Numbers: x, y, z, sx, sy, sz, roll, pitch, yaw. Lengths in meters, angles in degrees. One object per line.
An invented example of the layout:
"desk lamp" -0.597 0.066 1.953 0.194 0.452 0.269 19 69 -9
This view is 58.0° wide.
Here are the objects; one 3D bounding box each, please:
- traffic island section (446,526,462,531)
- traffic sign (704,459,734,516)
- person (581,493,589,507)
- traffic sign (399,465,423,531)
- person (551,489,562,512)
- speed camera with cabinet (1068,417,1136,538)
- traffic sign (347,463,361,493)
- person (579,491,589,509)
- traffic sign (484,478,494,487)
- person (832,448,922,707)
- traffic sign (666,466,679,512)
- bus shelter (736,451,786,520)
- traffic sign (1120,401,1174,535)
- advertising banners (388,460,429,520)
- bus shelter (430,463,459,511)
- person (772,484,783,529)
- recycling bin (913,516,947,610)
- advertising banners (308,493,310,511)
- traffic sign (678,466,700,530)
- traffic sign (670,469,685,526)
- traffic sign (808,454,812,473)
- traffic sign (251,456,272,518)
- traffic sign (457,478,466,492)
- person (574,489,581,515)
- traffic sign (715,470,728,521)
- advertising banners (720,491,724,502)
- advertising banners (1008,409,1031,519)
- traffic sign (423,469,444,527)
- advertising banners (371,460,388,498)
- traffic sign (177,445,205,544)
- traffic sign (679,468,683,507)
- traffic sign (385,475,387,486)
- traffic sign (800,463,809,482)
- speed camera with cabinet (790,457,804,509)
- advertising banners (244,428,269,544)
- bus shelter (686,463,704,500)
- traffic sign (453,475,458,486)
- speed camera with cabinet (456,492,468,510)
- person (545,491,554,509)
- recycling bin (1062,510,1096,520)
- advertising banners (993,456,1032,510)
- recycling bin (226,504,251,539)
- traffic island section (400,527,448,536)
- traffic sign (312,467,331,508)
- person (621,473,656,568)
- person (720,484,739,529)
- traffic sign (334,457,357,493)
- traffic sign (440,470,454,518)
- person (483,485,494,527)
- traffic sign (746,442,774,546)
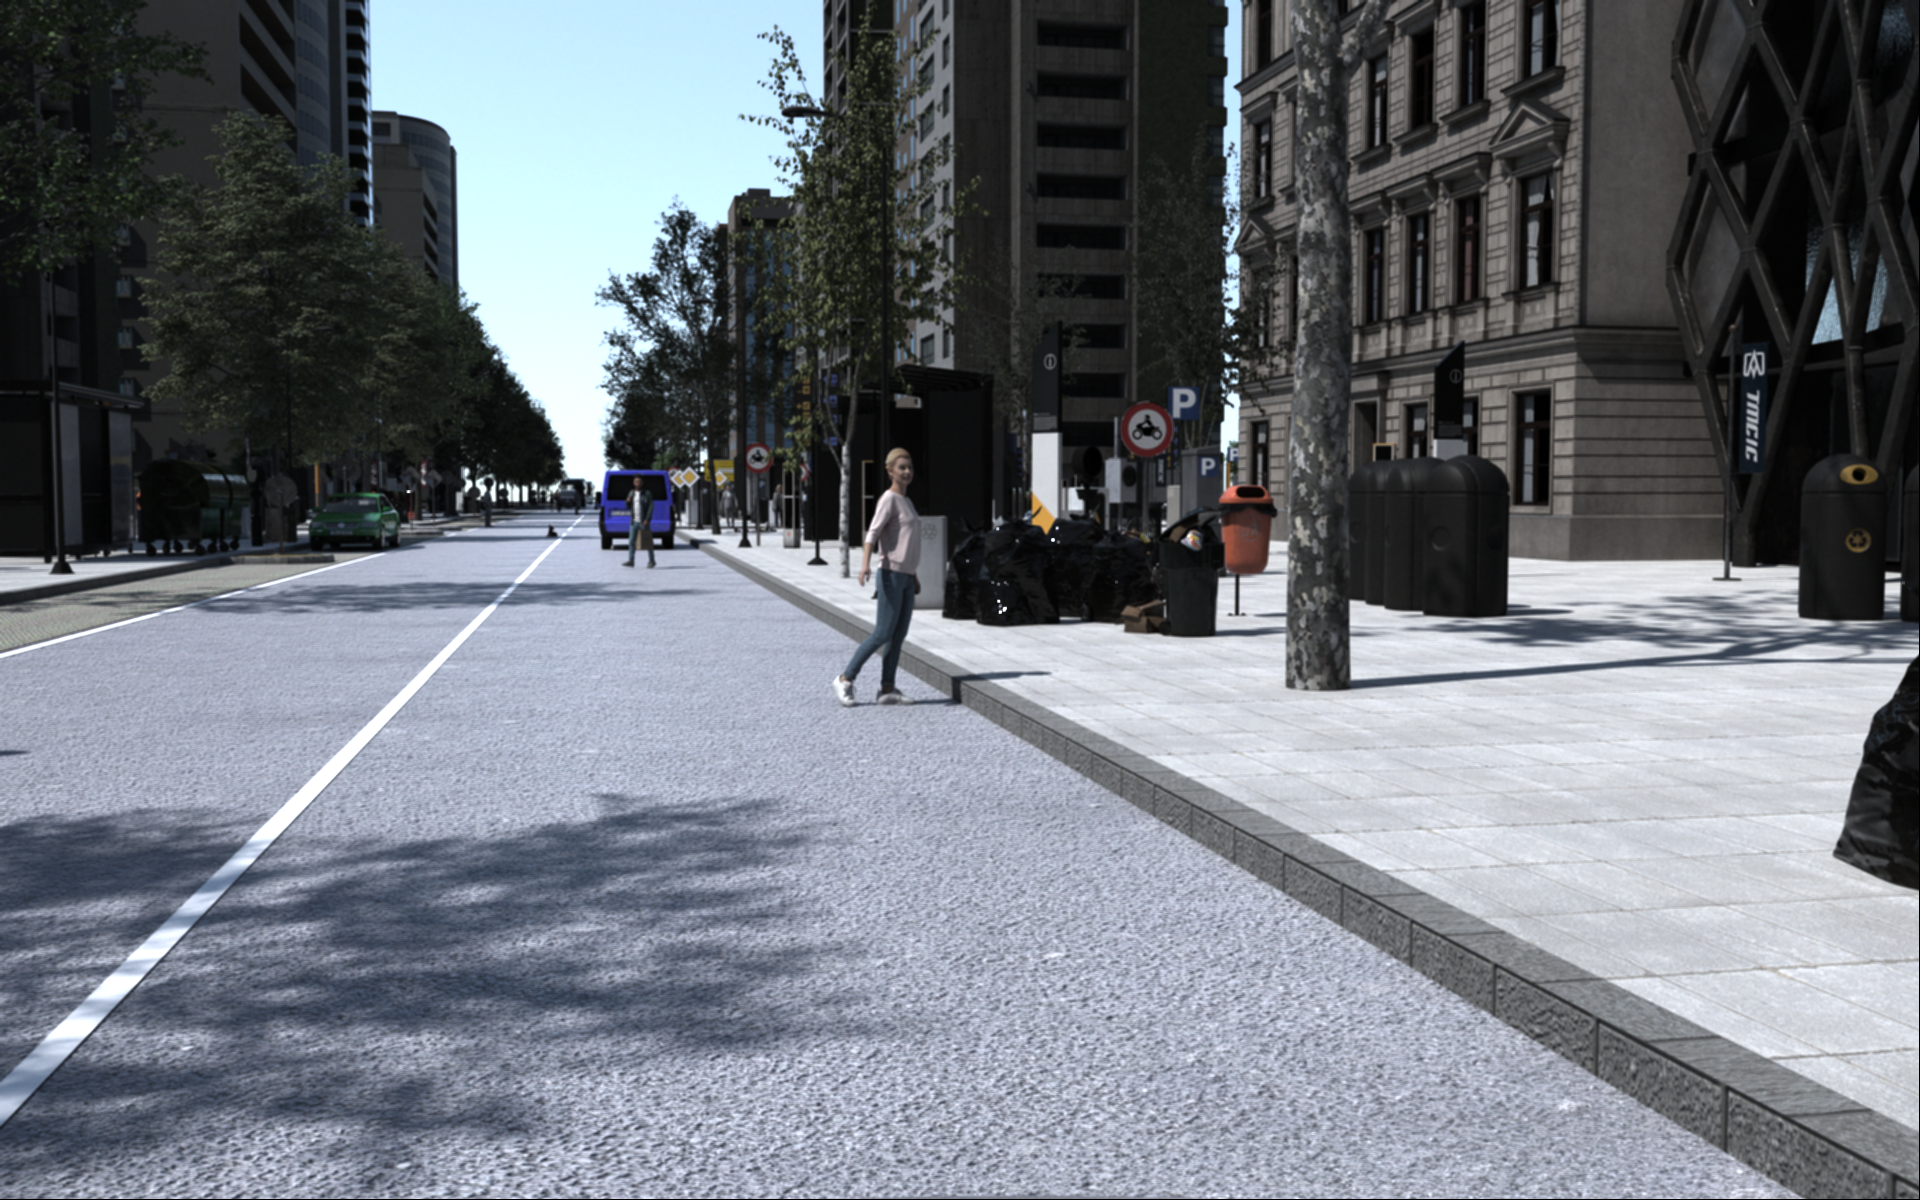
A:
"traffic island section" -20.662 -2.794 67.970 2.009 0.180 2.903 -1 4 -12
"traffic sign" -13.830 -6.572 101.317 2.265 3.308 0.079 0 4 -3
"person" -41.904 -11.237 192.218 1.348 1.826 0.705 -1 4 -20
"traffic sign" -19.036 -3.452 60.090 0.795 2.450 0.064 -1 4 -12
"person" -32.367 -7.981 138.951 0.822 1.834 0.622 0 4 6
"speed camera with cabinet" 3.640 -3.033 43.931 2.038 3.252 0.660 -3 5 -42
"traffic sign" -23.909 -4.153 68.002 0.768 2.556 0.104 0 4 -6
"person" -35.838 -9.512 164.734 1.217 1.743 0.721 0 4 -3
"traffic sign" -36.771 -8.263 135.199 0.768 2.556 0.104 -1 4 -9
"person" -0.575 -0.154 11.690 0.598 1.740 0.731 0 4 7
"traffic sign" -13.222 -4.889 80.048 0.768 2.556 0.104 0 4 -2
"bus shelter" -9.355 -5.372 81.762 2.014 3.302 5.546 -1 4 -12
"traffic sign" 2.561 -1.454 23.874 0.768 2.556 0.104 -1 4 -11
"advertising banners" -27.656 -5.562 87.134 2.074 3.025 0.090 1 4 9
"bus shelter" -39.035 -8.576 131.499 1.731 3.624 6.357 -1 4 -12
"person" -6.769 -3.487 65.688 0.709 1.800 0.728 0 4 4
"recycling bin" -0.524 -0.426 19.515 0.722 1.027 0.722 0 4 -4
"advertising banners" -50.094 -8.212 130.459 2.074 3.025 0.090 -1 4 -16
"traffic sign" -9.682 -3.568 61.981 0.795 2.450 0.064 -1 4 -12
"traffic sign" -11.286 -4.047 69.803 0.795 2.450 0.064 -1 4 -12
"traffic sign" -4.063 -3.094 50.690 0.768 2.556 0.104 0 4 -5
"traffic sign" -18.913 -2.734 46.828 0.606 2.300 0.079 0 4 -3
"traffic sign" -40.487 -8.597 140.668 0.768 2.556 0.104 0 4 -4
"person" -26.780 -6.898 121.490 0.583 1.804 0.606 -3 5 -41
"traffic sign" -11.589 -5.028 83.397 0.795 2.450 0.064 -1 4 -8
"advertising banners" -13.782 -6.646 104.846 2.074 3.025 0.090 -1 4 -22
"advertising banners" 1.187 -2.377 35.060 0.090 3.025 2.074 1 4 11
"traffic sign" -20.641 -3.931 67.912 0.795 2.450 0.064 -1 4 -12
"advertising banners" -29.057 -5.630 88.231 2.074 3.025 0.090 -2 4 -25
"traffic sign" -19.773 -2.724 44.644 0.768 2.556 0.104 -1 4 -9
"traffic sign" -13.842 -5.209 85.269 0.768 2.556 0.104 0 4 -4
"traffic sign" -30.556 -5.560 93.041 0.606 2.300 0.079 -1 4 -9
"traffic sign" -6.619 -4.363 71.449 0.768 2.556 0.104 0 4 -3
"speed camera with cabinet" -7.676 -5.586 85.661 2.038 3.252 0.660 2 4 28
"advertising banners" -18.483 -3.016 45.498 0.090 3.025 2.074 -3 4 -36
"bus shelter" -17.666 -7.544 117.275 2.014 3.302 5.546 -1 4 -12
"traffic sign" -33.843 -7.054 115.443 0.768 2.556 0.104 -1 4 -10
"speed camera with cabinet" -39.881 -8.756 137.497 2.038 3.252 0.660 1 4 20
"person" -38.453 -9.410 163.076 1.217 1.735 0.721 0 4 1
"recycling bin" 1.683 -0.874 26.838 0.722 1.027 0.722 0 4 -7
"advertising banners" 2.475 -5.082 79.271 2.074 3.025 0.090 2 4 25
"recycling bin" -20.726 -2.263 49.555 0.722 1.027 0.722 -1 4 -14
"traffic island section" -19.057 -2.316 60.147 2.009 0.180 2.903 -1 4 -12
"traffic sign" -30.567 -5.074 82.962 0.884 2.594 0.081 0 4 -4
"person" -6.120 -1.516 33.278 0.794 1.824 0.713 3 5 39
"person" -9.028 -3.623 67.862 0.709 1.813 0.853 0 4 -8
"traffic sign" -21.121 -3.635 59.538 0.768 2.556 0.104 0 4 -4
"traffic sign" -27.574 -5.688 93.097 0.768 2.556 0.104 -1 4 -10
"person" -20.712 -4.123 76.017 0.391 1.810 0.635 -2 4 -25
"traffic sign" -4.984 -2.609 42.766 0.768 2.556 0.104 -1 4 -11
